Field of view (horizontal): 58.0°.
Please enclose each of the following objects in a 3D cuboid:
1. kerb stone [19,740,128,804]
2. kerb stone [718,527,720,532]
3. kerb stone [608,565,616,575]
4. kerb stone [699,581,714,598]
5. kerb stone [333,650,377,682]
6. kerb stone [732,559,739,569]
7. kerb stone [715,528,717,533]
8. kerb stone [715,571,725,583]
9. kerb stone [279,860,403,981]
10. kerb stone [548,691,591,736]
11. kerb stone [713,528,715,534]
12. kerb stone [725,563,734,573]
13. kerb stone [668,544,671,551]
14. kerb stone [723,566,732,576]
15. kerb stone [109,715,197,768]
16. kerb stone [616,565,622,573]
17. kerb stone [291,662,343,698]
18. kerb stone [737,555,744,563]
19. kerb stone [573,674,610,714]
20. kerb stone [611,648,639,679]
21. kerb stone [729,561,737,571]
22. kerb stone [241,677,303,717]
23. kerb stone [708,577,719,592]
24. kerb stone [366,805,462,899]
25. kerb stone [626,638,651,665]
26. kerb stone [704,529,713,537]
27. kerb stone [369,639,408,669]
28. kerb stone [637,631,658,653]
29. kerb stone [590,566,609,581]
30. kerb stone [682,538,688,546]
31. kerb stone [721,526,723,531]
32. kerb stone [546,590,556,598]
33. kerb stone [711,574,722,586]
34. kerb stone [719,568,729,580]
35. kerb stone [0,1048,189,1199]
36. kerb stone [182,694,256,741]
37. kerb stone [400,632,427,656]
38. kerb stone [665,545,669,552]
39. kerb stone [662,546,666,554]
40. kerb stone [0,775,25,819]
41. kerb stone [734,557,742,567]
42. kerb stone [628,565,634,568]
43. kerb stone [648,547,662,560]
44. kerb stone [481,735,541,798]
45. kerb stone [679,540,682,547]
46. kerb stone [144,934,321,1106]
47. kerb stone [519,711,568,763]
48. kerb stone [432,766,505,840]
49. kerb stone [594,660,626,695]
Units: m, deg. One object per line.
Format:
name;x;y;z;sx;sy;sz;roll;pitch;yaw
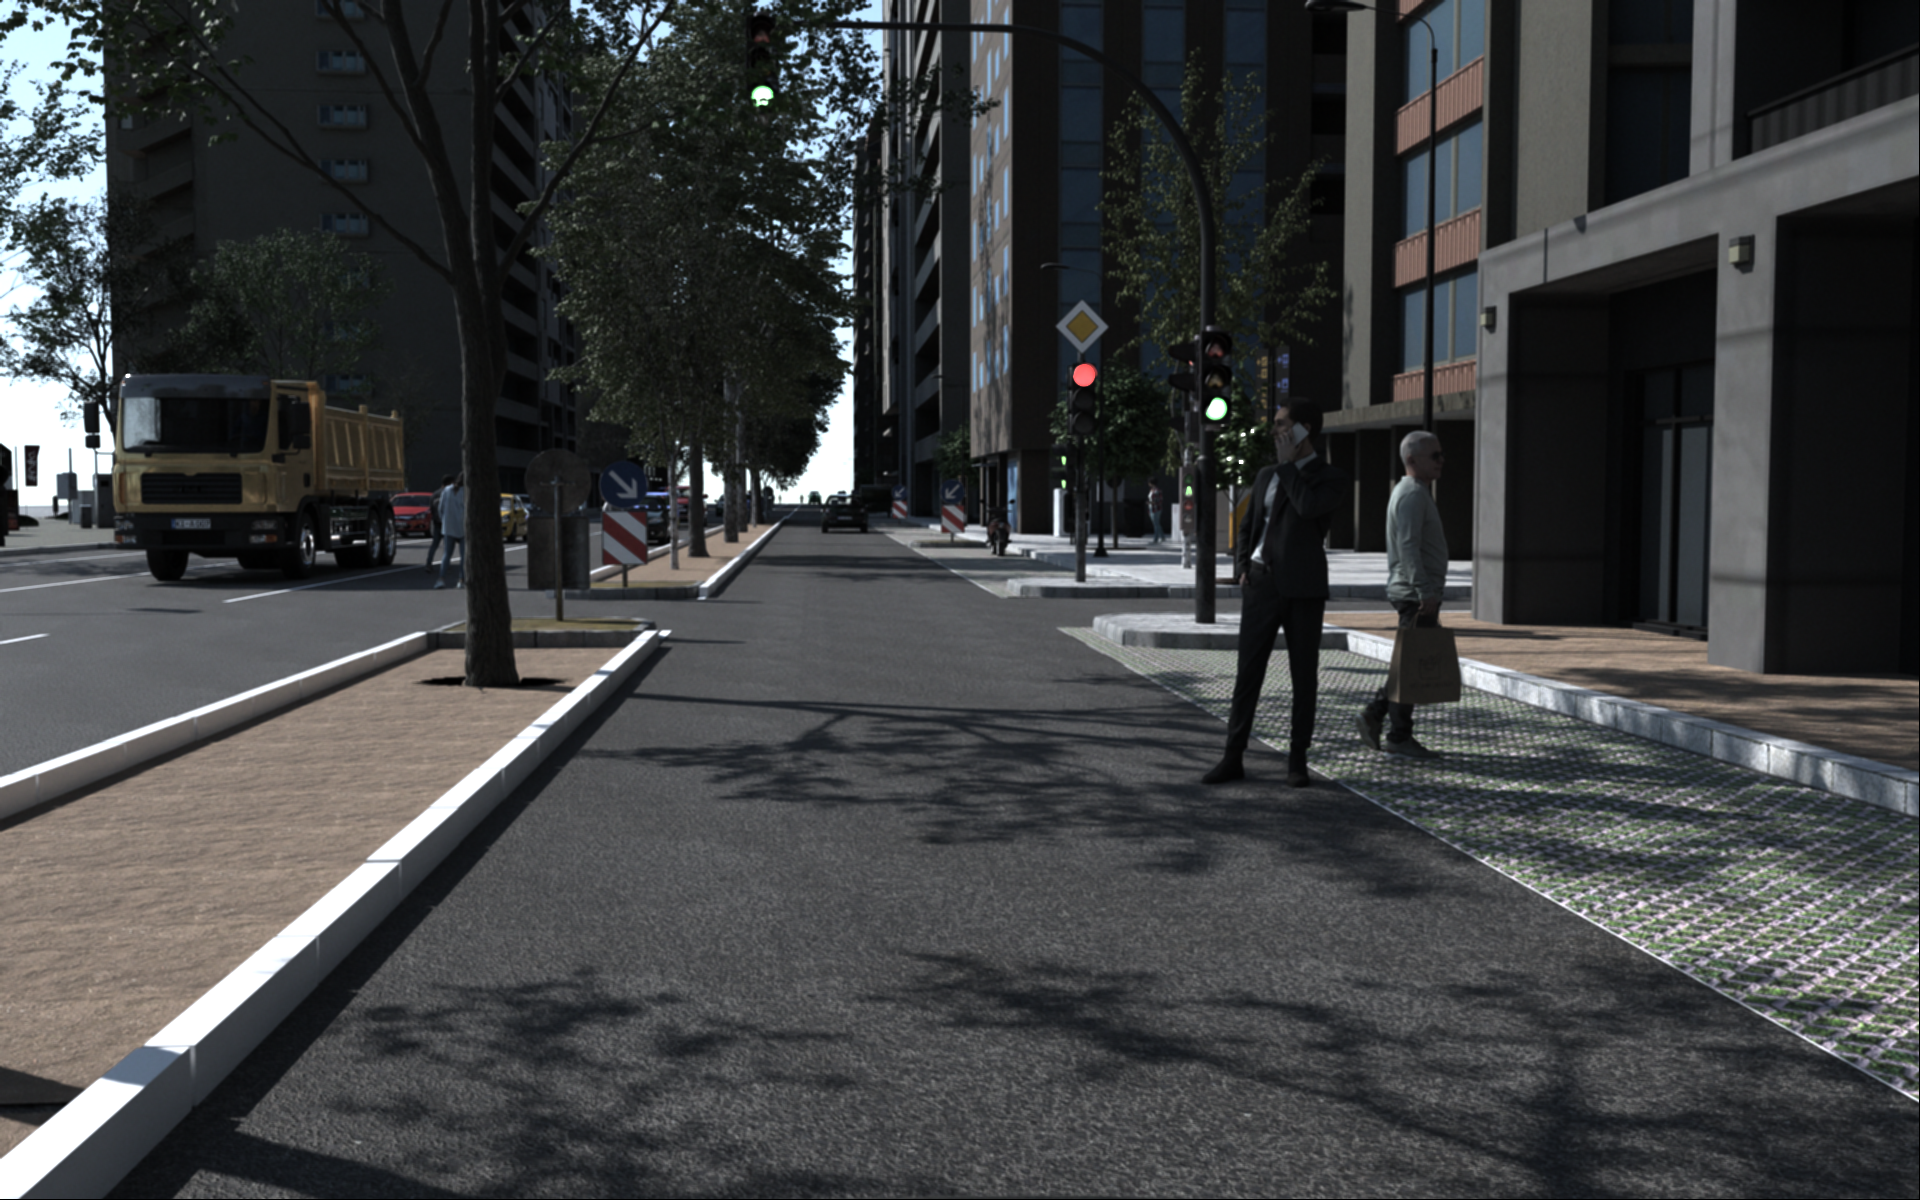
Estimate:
kerb stone;-4.329;0.842;8.441;0.120;0.150;1.000;0;4;-5
kerb stone;-9.084;-2.566;64.145;0.120;0.150;1.000;0;4;-5
kerb stone;-6.210;-0.504;30.434;0.120;0.150;1.000;0;4;-5
kerb stone;-3.595;-0.134;24.470;0.120;0.150;1.000;0;4;-5
kerb stone;-4.764;0.530;13.536;0.120;0.150;1.000;0;4;-5
kerb stone;-4.293;-0.639;32.649;0.120;0.150;1.000;0;4;-5
kerb stone;-8.901;-2.441;62.101;0.120;0.150;1.000;0;4;-5
kerb stone;-3.856;-0.325;27.539;0.120;0.150;1.000;0;4;-5
kerb stone;-1.979;1.025;5.561;0.120;0.150;1.000;0;4;-5
kerb stone;-2.415;0.705;10.665;0.120;0.150;1.000;0;4;-5
kerb stone;-8.815;-2.378;61.076;0.120;0.150;1.000;0;4;-5
kerb stone;-4.113;-0.507;30.600;0.120;0.150;1.000;0;4;-5
kerb stone;-7.248;-1.253;42.675;0.120;0.150;1.000;0;4;-5
kerb stone;-4.029;-0.450;29.580;0.120;0.150;1.000;0;4;-5
kerb stone;-4.422;0.779;9.461;0.120;0.150;1.000;0;4;-5
kerb stone;-6.295;-0.566;31.455;0.120;0.150;1.000;0;4;-5
kerb stone;-4.674;0.592;12.518;0.120;0.150;1.000;0;4;-5
kerb stone;-4.456;-0.765;34.698;0.120;0.150;1.000;0;4;-5
kerb stone;-2.495;0.643;11.684;0.120;0.150;1.000;0;4;-5
kerb stone;-2.674;0.521;13.730;0.120;0.150;1.000;0;4;-5
kerb stone;-4.198;-0.577;31.625;0.120;0.150;1.000;0;4;-5
kerb stone;-4.591;0.654;11.499;0.120;0.150;1.000;0;4;-5
kerb stone;-3.668;-0.199;25.494;0.120;0.150;1.000;0;4;-5
kerb stone;-2.067;0.955;6.581;0.120;0.150;1.000;0;4;-5
kerb stone;-2.764;0.463;14.749;0.120;0.150;1.000;0;4;-5
kerb stone;-8.739;-2.316;60.057;0.120;0.150;1.000;0;4;-5
kerb stone;-4.846;0.471;14.562;0.120;0.150;1.000;0;4;-5
kerb stone;-2.851;0.393;15.767;0.120;0.150;1.000;0;4;-5
kerb stone;-6.125;-0.442;29.415;0.120;0.150;1.000;0;4;-5
kerb stone;-7.681;-1.566;47.793;0.120;0.150;1.000;0;4;-5
kerb stone;-9.261;-2.689;66.196;0.120;0.150;1.000;0;4;-5
kerb stone;-5.679;-0.127;24.306;0.120;0.150;1.000;0;4;-5
kerb stone;-3.772;-0.265;26.521;0.120;0.150;1.000;0;4;-5
kerb stone;-3.937;-0.389;28.562;0.120;0.150;1.000;0;4;-5
kerb stone;-1.804;1.142;3.521;0.120;0.150;1.000;0;4;-5
kerb stone;-4.500;0.717;10.481;0.120;0.150;1.000;0;4;-5
kerb stone;-4.934;0.404;15.584;0.120;0.150;1.000;0;4;-5
kerb stone;-7.166;-1.190;41.657;0.120;0.150;1.000;0;4;-5
kerb stone;-7.071;-1.128;40.639;0.120;0.150;1.000;0;4;-5
kerb stone;-4.242;0.904;7.419;0.120;0.150;1.000;0;4;-5
kerb stone;-4.367;-0.700;33.668;0.120;0.150;1.000;0;4;-5
kerb stone;-6.463;-0.689;33.495;0.120;0.150;1.000;0;4;-5
kerb stone;-6.981;-1.065;39.614;0.120;0.150;1.000;0;4;-5
kerb stone;-2.240;0.831;8.618;0.120;0.150;1.000;0;4;-5
kerb stone;-7.509;-1.440;45.749;0.120;0.150;1.000;0;4;-5
kerb stone;-1.889;1.084;4.542;0.120;0.150;1.000;0;4;-5
kerb stone;-2.329;0.768;9.646;0.120;0.150;1.000;0;4;-5
kerb stone;-2.158;0.893;7.599;0.120;0.150;1.000;0;4;-5
kerb stone;-2.580;0.581;12.702;0.120;0.150;1.000;0;4;-5
